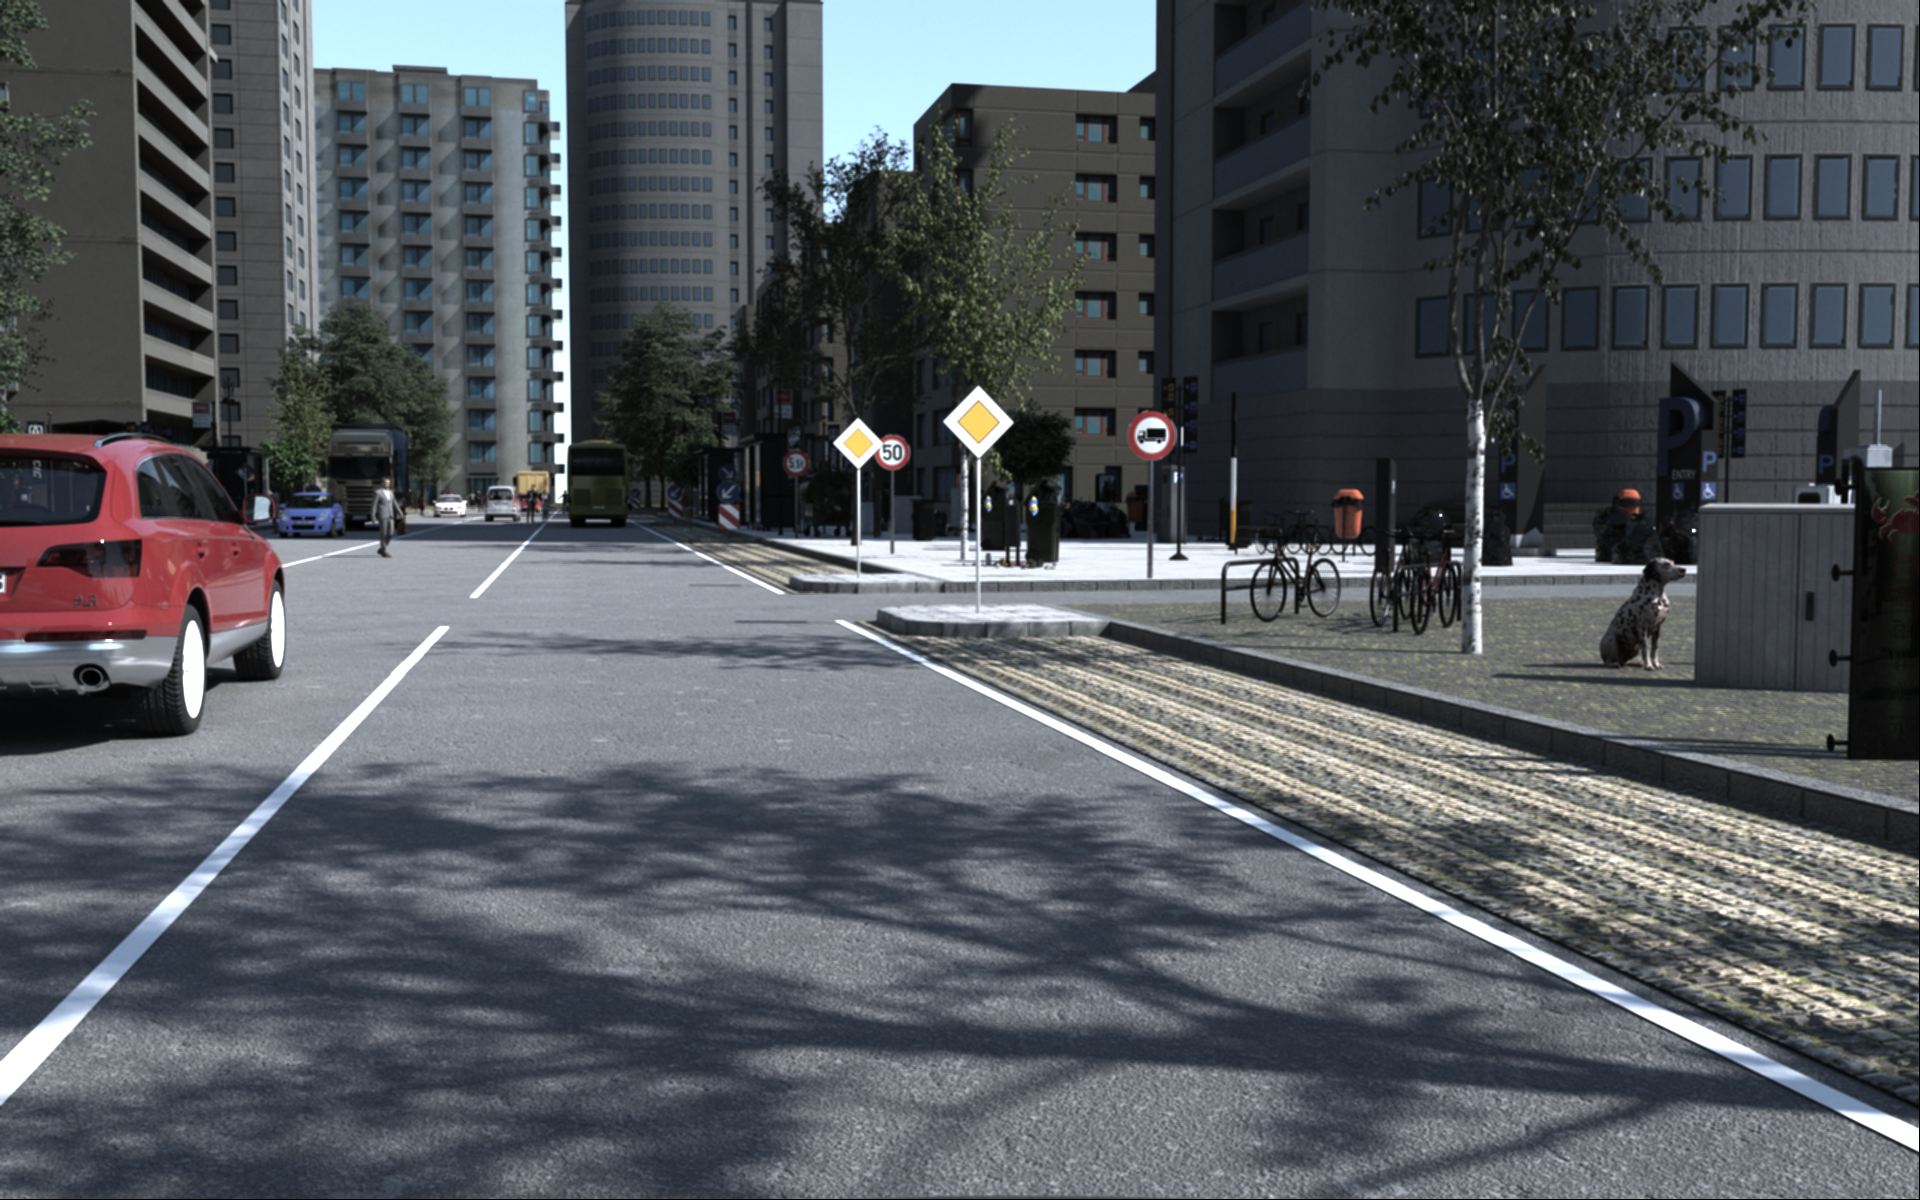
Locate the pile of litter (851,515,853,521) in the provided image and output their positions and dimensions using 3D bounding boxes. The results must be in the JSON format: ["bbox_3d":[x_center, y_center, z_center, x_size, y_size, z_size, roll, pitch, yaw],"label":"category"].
[{"bbox_3d":[-5.438,-4.217,82.916,1.176,0.858,1.719,3,5,40],"label":"pile of litter"}]

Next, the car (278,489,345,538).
[{"bbox_3d":[-21.698,-2.961,58.000,1.945,1.707,3.694,-1,4,-12],"label":"car"}]

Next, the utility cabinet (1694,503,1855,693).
[{"bbox_3d":[5.446,-0.019,11.472,1.020,1.237,0.306,3,4,36],"label":"utility cabinet"}]

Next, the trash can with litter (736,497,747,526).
[{"bbox_3d":[-8.599,-3.602,70.280,1.055,1.170,0.624,1,4,10],"label":"trash can with litter"}]

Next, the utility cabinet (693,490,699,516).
[{"bbox_3d":[-14.938,-5.464,98.007,0.318,1.500,1.173,-1,4,-14],"label":"utility cabinet"}]

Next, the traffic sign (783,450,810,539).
[{"bbox_3d":[-4.717,-3.046,49.914,0.768,2.556,0.104,0,4,-5],"label":"traffic sign"}]

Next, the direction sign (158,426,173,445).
[{"bbox_3d":[-26.652,-4.016,57.652,0.876,3.537,0.379,-1,4,-13],"label":"direction sign"}]

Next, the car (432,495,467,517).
[{"bbox_3d":[-31.893,-5.870,108.330,2.083,1.381,4.827,-1,4,-14],"label":"car"}]

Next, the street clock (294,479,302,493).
[{"bbox_3d":[-32.790,-4.970,85.832,0.358,2.002,0.471,-3,4,-37],"label":"street clock"}]

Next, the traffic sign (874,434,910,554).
[{"bbox_3d":[-1.452,-2.261,37.069,0.768,2.556,0.104,0,4,-6],"label":"traffic sign"}]

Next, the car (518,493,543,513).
[{"bbox_3d":[-32.856,-7.510,131.828,2.155,1.783,4.494,-1,4,-11],"label":"car"}]

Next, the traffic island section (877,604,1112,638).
[{"bbox_3d":[0.239,0.226,18.586,2.009,0.180,2.903,-1,4,-13],"label":"traffic island section"}]

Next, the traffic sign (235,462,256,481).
[{"bbox_3d":[-29.095,-4.330,70.533,0.795,2.593,0.064,0,4,-8],"label":"traffic sign"}]

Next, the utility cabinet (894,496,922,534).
[{"bbox_3d":[-1.752,-2.761,56.299,1.020,1.237,0.306,-1,4,-9],"label":"utility cabinet"}]

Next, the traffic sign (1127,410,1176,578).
[{"bbox_3d":[2.895,-1.603,26.314,0.768,2.556,0.104,-1,4,-11],"label":"traffic sign"}]

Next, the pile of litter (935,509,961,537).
[{"bbox_3d":[-0.360,-2.354,52.456,1.176,0.858,1.719,2,4,28],"label":"pile of litter"}]

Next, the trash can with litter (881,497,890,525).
[{"bbox_3d":[-3.313,-3.715,71.801,1.678,1.210,2.233,-1,4,-14],"label":"trash can with litter"}]

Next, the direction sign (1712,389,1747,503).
[{"bbox_3d":[16.715,-2.797,37.730,0.379,3.537,0.876,-2,4,-27],"label":"direction sign"}]

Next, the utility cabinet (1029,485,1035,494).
[{"bbox_3d":[1.782,-1.861,39.108,0.318,1.500,1.173,0,4,-8],"label":"utility cabinet"}]

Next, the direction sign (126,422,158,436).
[{"bbox_3d":[-25.707,-3.810,54.286,0.876,3.537,0.379,1,4,16],"label":"direction sign"}]

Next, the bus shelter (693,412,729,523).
[{"bbox_3d":[-11.422,-6.389,82.086,2.179,5.291,8.768,-1,4,-13],"label":"bus shelter"}]

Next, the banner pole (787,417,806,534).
[{"bbox_3d":[-5.525,-4.162,58.061,0.401,3.779,0.863,-3,5,-44],"label":"banner pole"}]

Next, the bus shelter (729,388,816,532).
[{"bbox_3d":[-6.890,-5.251,63.490,2.179,5.291,8.768,-1,4,-12],"label":"bus shelter"}]

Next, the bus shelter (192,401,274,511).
[{"bbox_3d":[-32.702,-6.127,77.809,2.179,5.291,8.768,-1,4,-13],"label":"bus shelter"}]

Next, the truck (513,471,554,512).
[{"bbox_3d":[-35.990,-9.185,146.091,3.469,3.379,9.791,-1,4,-13],"label":"truck"}]

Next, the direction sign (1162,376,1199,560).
[{"bbox_3d":[4.263,-2.547,33.643,0.876,3.537,0.379,3,5,45],"label":"direction sign"}]

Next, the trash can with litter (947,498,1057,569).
[{"bbox_3d":[0.968,-1.186,30.454,1.678,1.210,2.233,-1,4,-19],"label":"trash can with litter"}]

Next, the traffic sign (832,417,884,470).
[{"bbox_3d":[-1.520,-1.474,26.293,0.795,2.593,0.064,-1,4,-13],"label":"traffic sign"}]

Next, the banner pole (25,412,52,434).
[{"bbox_3d":[-27.814,-3.824,52.539,0.863,3.779,0.401,-2,4,-26],"label":"banner pole"}]

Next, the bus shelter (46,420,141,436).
[{"bbox_3d":[-28.483,-4.047,57.457,1.731,3.624,6.357,-1,4,-12],"label":"bus shelter"}]

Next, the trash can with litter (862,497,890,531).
[{"bbox_3d":[-2.896,-2.968,59.922,1.055,1.170,0.624,0,4,6],"label":"trash can with litter"}]

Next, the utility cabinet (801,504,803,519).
[{"bbox_3d":[-8.287,-4.907,88.901,1.173,1.500,0.318,3,5,41],"label":"utility cabinet"}]

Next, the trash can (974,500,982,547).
[{"bbox_3d":[0.700,-1.859,42.046,0.748,1.137,0.748,0,3,0],"label":"trash can"}]

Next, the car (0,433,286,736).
[{"bbox_3d":[-5.890,-0.178,11.580,2.281,1.827,5.304,-1,4,-13],"label":"car"}]

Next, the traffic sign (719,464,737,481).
[{"bbox_3d":[-9.834,-4.484,73.412,0.768,2.556,0.104,0,4,-4],"label":"traffic sign"}]

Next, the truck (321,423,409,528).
[{"bbox_3d":[-24.276,-5.032,71.191,2.839,4.237,11.283,-1,4,-14],"label":"truck"}]

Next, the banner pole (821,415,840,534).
[{"bbox_3d":[-4.139,-3.979,55.066,0.863,3.779,0.401,2,4,34],"label":"banner pole"}]

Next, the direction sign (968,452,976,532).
[{"bbox_3d":[0.353,-4.055,58.302,0.379,3.537,0.876,0,4,-4],"label":"direction sign"}]

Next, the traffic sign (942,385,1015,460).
[{"bbox_3d":[0.217,-0.997,18.498,0.795,2.593,0.064,-1,4,-13],"label":"traffic sign"}]

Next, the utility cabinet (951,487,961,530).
[{"bbox_3d":[-0.103,-2.917,56.380,0.318,1.500,1.173,0,4,6],"label":"utility cabinet"}]

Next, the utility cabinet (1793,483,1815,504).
[{"bbox_3d":[17.257,-1.639,35.477,0.318,1.500,1.173,2,4,31],"label":"utility cabinet"}]

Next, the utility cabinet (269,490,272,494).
[{"bbox_3d":[-37.499,-5.234,94.252,0.318,1.500,1.173,-1,4,-17],"label":"utility cabinet"}]

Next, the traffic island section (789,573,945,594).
[{"bbox_3d":[-1.499,-0.251,26.380,2.009,0.180,2.903,-1,4,-13],"label":"traffic island section"}]

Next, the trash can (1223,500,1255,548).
[{"bbox_3d":[6.630,-1.806,41.188,0.748,1.137,0.748,0,3,0],"label":"trash can"}]

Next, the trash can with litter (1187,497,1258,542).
[{"bbox_3d":[6.972,-2.169,46.520,1.678,1.210,2.233,-3,4,-37],"label":"trash can with litter"}]
